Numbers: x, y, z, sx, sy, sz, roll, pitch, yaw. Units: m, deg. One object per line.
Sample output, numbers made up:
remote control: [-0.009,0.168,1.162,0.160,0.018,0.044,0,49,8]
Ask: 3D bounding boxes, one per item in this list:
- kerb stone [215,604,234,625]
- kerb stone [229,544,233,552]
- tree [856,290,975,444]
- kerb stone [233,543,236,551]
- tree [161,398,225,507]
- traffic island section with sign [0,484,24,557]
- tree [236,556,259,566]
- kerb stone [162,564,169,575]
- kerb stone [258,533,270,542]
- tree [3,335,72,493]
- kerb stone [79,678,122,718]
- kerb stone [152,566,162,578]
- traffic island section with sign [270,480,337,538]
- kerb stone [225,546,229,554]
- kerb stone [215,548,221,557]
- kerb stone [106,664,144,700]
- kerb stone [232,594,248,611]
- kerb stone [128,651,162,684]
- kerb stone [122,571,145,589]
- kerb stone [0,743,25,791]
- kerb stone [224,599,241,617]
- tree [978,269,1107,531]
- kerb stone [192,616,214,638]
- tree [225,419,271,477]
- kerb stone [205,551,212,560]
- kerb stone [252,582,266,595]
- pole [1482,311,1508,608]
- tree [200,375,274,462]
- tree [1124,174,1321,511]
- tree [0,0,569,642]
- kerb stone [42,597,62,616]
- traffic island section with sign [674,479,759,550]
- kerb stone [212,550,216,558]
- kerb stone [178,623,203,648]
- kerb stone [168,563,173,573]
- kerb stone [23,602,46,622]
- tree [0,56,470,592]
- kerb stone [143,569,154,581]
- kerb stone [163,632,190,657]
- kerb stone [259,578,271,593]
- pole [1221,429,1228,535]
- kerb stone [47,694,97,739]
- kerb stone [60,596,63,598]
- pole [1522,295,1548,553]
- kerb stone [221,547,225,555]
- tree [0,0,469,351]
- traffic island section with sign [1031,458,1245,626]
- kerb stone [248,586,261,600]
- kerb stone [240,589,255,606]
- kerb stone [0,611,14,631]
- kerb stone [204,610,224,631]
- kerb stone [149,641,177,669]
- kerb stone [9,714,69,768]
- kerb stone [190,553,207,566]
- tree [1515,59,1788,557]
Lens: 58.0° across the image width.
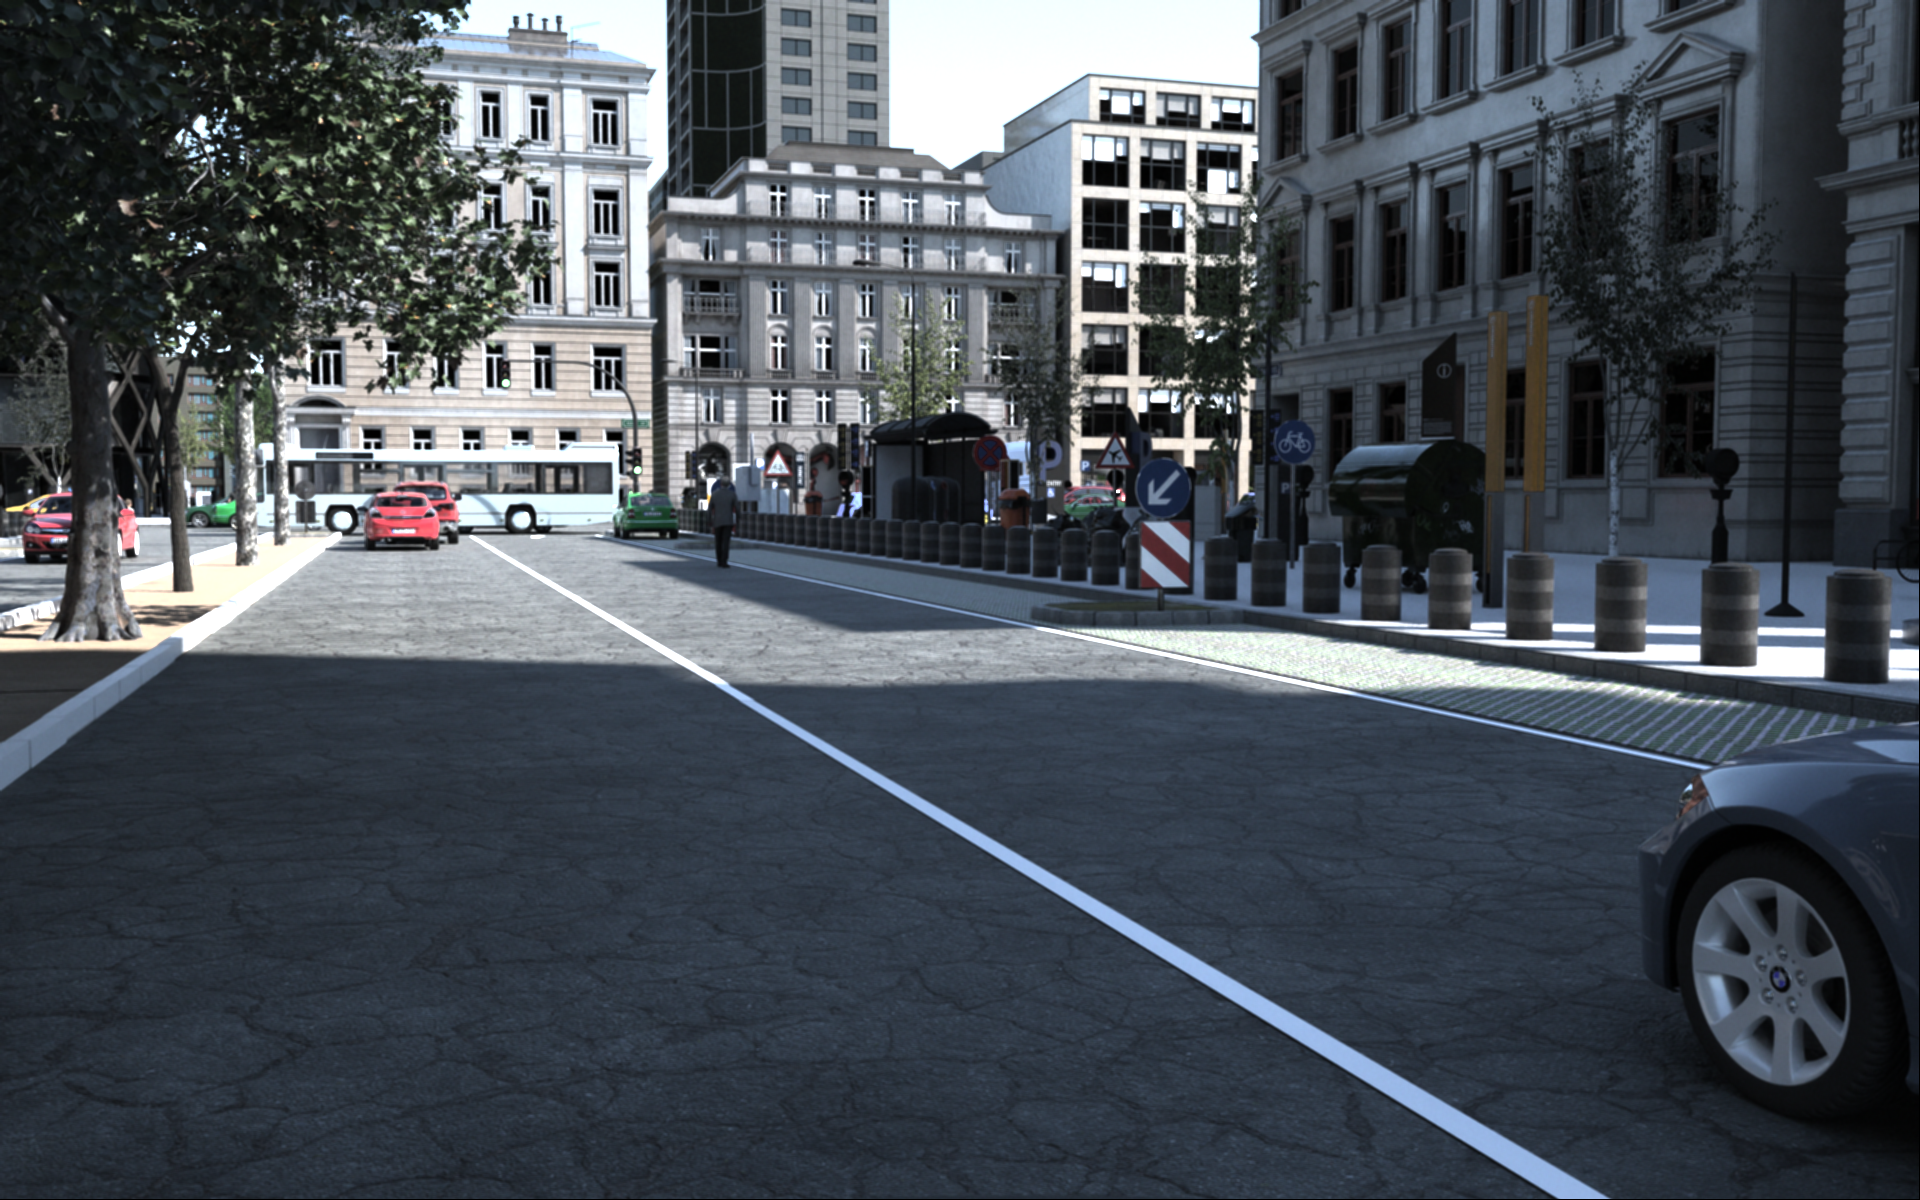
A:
kerb stone: [-8.226,0.179,19.289,0.120,0.150,1.000,-1,4,-18]
kerb stone: [-17.822,-1.216,42.070,0.120,0.150,1.000,-1,4,-18]
tree: [-1.420,-6.812,61.733,4.737,8.622,4.395,0,3,0]
kerb stone: [-18.136,-1.272,43.058,0.120,0.150,1.000,-1,4,-18]
tree: [-59.045,-11.129,132.323,4.737,8.622,4.395,0,3,0]
traffic island section with sign: [-22.632,-1.933,40.236,1.989,1.847,2.006,-1,4,-18]
tree: [-15.599,-10.761,34.292,12.611,20.169,13.585,0,3,0]
kerb stone: [-14.030,-0.496,30.351,0.120,0.150,1.000,-1,4,-18]
kerb stone: [-21.633,-1.931,53.817,0.120,0.150,1.000,-1,4,-18]
tree: [-39.634,-7.679,75.912,4.360,8.622,3.978,0,3,0]
kerb stone: [-5.699,0.658,11.444,0.120,0.150,1.000,-1,4,-18]
kerb stone: [-13.704,-0.439,29.378,0.120,0.150,1.000,-1,4,-18]
traffic island section with sign: [-21.553,-2.985,56.948,2.006,1.907,1.989,-1,4,-18]
kerb stone: [-17.511,-1.156,41.091,0.120,0.150,1.000,-1,4,-18]
kerb stone: [-16.879,-1.034,39.136,0.120,0.150,1.000,-1,4,-18]
kerb stone: [-6.015,0.599,12.426,0.120,0.150,1.000,-1,4,-18]
kerb stone: [-8.867,0.061,21.235,0.120,0.150,1.000,-1,4,-18]
kerb stone: [-6.331,0.538,13.405,0.120,0.150,1.000,-1,4,-18]
kerb stone: [-13.081,-0.319,27.418,0.120,0.150,1.000,-1,4,-18]
kerb stone: [-4.748,0.837,8.521,0.120,0.150,1.000,-1,4,-18]
kerb stone: [-8.552,0.118,20.260,0.120,0.150,1.000,-1,4,-18]
tree: [2.665,-6.572,57.807,4.360,8.622,3.978,0,3,0]
kerb stone: [-7.609,0.298,17.324,0.120,0.150,1.000,-1,4,-18]
tree: [-64.102,-12.588,156.180,4.737,8.622,4.395,0,3,0]
kerb stone: [-16.239,-0.917,37.186,0.120,0.150,1.000,-1,4,-18]
kerb stone: [-9.821,-0.119,24.161,0.120,0.150,1.000,-1,4,-18]
pole: [6.013,-1.567,19.456,0.158,3.312,0.155,0,3,0]
tree: [-60.133,-13.524,146.872,9.928,11.665,9.643,0,3,0]
tree: [5.952,-5.440,39.308,4.737,8.622,4.395,0,3,0]
tree: [-8.585,-5.957,16.858,9.611,12.733,9.660,0,3,0]
kerb stone: [-10.859,0.099,20.576,0.120,0.150,1.000,-1,4,-18]
traffic island section with sign: [-6.426,-2.242,45.292,1.989,1.847,2.006,-1,4,-18]
kerb stone: [-16.560,-0.975,38.159,0.120,0.150,1.000,-1,4,-18]
kerb stone: [-7.289,0.358,16.346,0.120,0.150,1.000,-1,4,-18]
kerb stone: [-14.345,-0.559,31.329,0.120,0.150,1.000,-1,4,-18]
kerb stone: [-10.537,0.159,19.593,0.120,0.150,1.000,-1,4,-18]
tree: [-11.393,-5.405,25.236,8.767,10.594,7.601,-1,4,-18]
kerb stone: [-13.397,-0.378,28.399,0.120,0.150,1.000,-1,4,-18]
kerb stone: [-6.976,0.418,15.366,0.120,0.150,1.000,-1,4,-18]
kerb stone: [-10.136,-0.180,25.141,0.120,0.150,1.000,-1,4,-18]
pole: [8.353,-3.720,54.664,0.158,3.312,0.155,0,3,0]
kerb stone: [-5.384,0.717,10.469,0.120,0.150,1.000,-1,4,-18]
kerb stone: [-11.171,0.041,21.552,0.120,0.150,1.000,-1,4,-18]
pole: [5.940,-1.472,17.907,0.158,3.312,0.155,0,3,0]
kerb stone: [-17.190,-1.096,40.118,0.120,0.150,1.000,-1,4,-18]
tree: [-5.955,-6.009,7.352,9.857,13.997,8.962,0,3,0]
traffic island section with sign: [1.889,-0.672,19.623,1.989,1.847,2.006,-1,4,-18]
kerb stone: [-9.498,-0.055,23.185,0.120,0.150,1.000,-1,4,-18]
kerb stone: [-9.184,-0.001,22.209,0.120,0.150,1.000,-1,4,-18]
kerb stone: [-10.227,0.219,18.617,0.120,0.150,1.000,-1,4,-18]
kerb stone: [-7.920,0.238,18.305,0.120,0.150,1.000,-1,4,-18]
kerb stone: [-6.651,0.482,14.385,0.120,0.150,1.000,-1,4,-18]
kerb stone: [-5.060,0.777,9.497,0.120,0.150,1.000,-1,4,-18]
kerb stone: [-15.926,-0.857,36.208,0.120,0.150,1.000,-1,4,-18]
tree: [11.490,-4.856,29.762,4.360,8.622,3.978,0,3,0]
